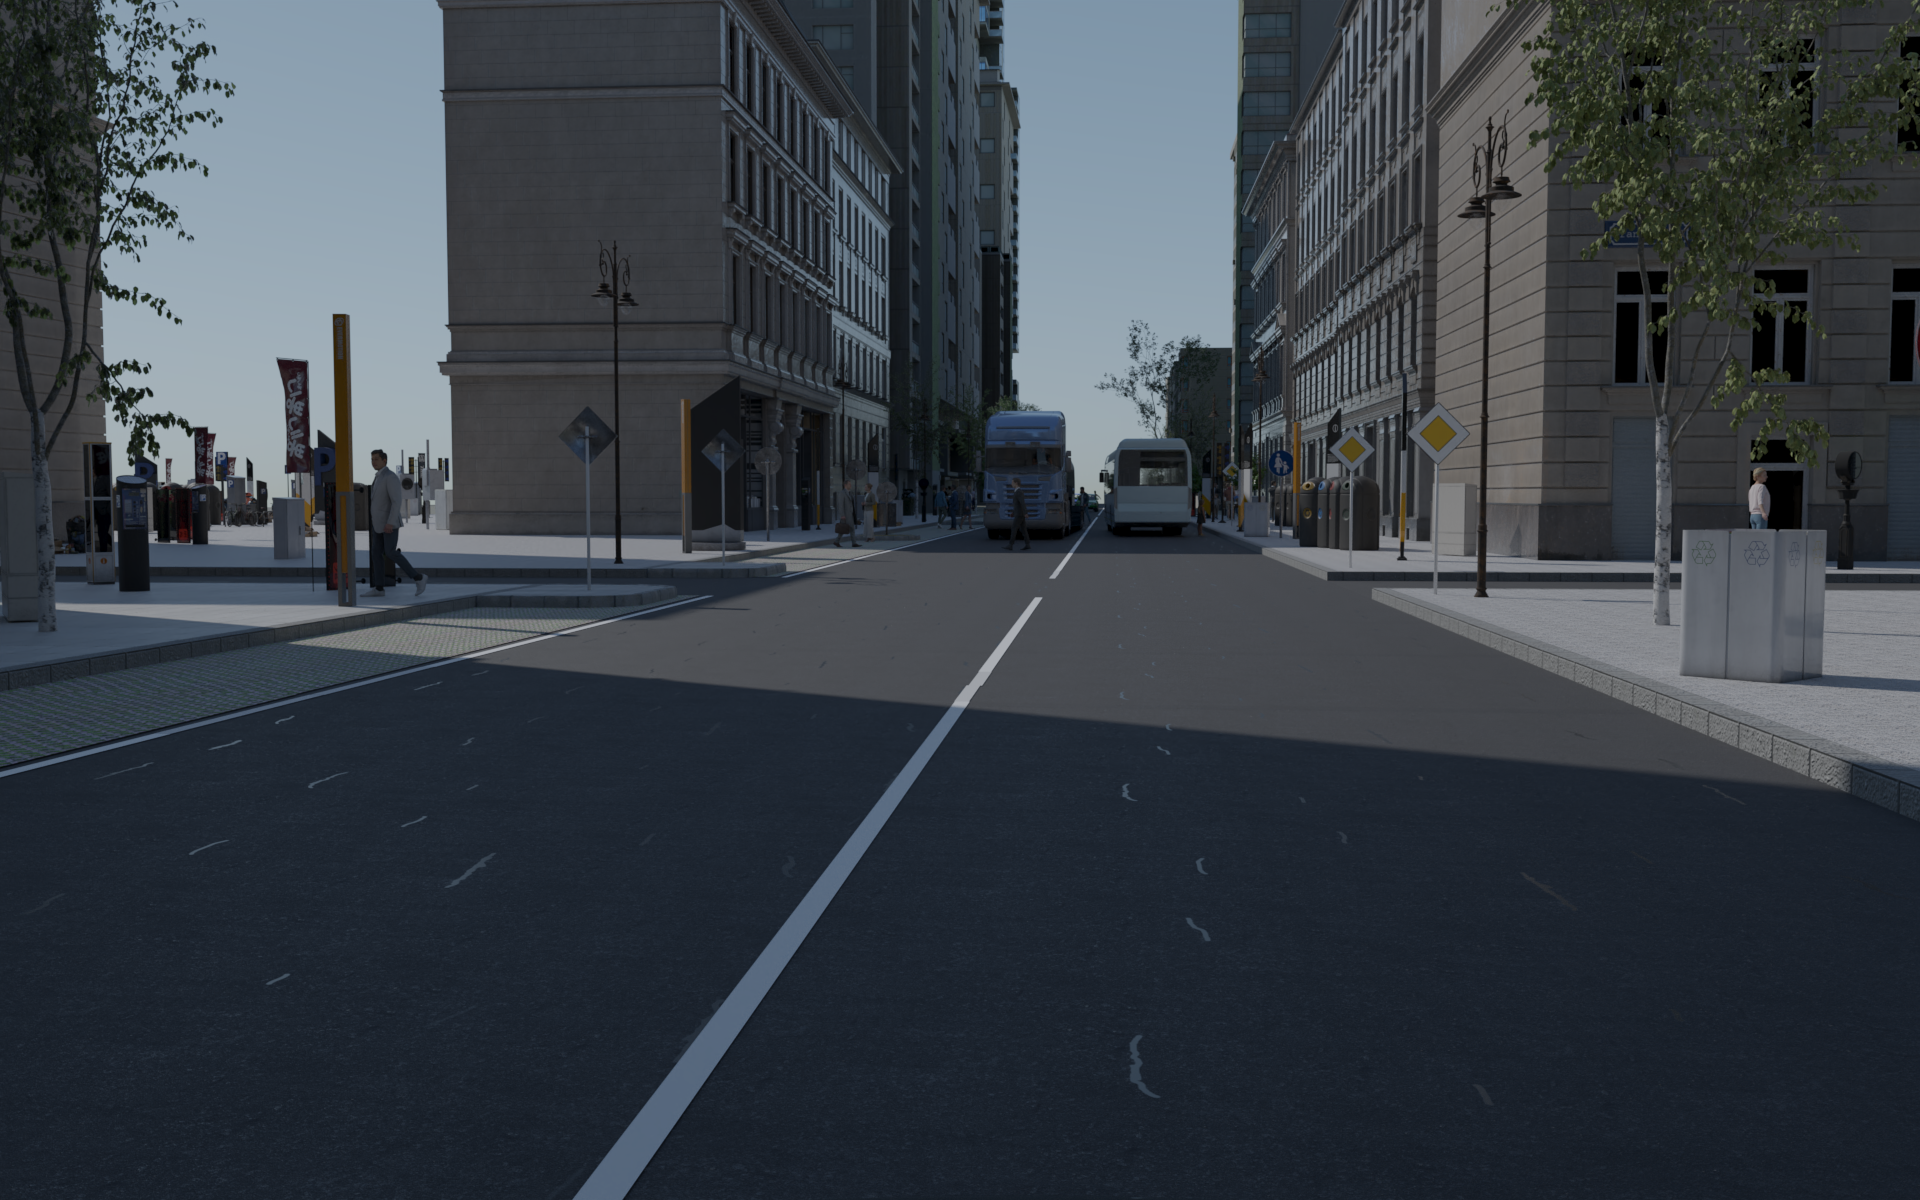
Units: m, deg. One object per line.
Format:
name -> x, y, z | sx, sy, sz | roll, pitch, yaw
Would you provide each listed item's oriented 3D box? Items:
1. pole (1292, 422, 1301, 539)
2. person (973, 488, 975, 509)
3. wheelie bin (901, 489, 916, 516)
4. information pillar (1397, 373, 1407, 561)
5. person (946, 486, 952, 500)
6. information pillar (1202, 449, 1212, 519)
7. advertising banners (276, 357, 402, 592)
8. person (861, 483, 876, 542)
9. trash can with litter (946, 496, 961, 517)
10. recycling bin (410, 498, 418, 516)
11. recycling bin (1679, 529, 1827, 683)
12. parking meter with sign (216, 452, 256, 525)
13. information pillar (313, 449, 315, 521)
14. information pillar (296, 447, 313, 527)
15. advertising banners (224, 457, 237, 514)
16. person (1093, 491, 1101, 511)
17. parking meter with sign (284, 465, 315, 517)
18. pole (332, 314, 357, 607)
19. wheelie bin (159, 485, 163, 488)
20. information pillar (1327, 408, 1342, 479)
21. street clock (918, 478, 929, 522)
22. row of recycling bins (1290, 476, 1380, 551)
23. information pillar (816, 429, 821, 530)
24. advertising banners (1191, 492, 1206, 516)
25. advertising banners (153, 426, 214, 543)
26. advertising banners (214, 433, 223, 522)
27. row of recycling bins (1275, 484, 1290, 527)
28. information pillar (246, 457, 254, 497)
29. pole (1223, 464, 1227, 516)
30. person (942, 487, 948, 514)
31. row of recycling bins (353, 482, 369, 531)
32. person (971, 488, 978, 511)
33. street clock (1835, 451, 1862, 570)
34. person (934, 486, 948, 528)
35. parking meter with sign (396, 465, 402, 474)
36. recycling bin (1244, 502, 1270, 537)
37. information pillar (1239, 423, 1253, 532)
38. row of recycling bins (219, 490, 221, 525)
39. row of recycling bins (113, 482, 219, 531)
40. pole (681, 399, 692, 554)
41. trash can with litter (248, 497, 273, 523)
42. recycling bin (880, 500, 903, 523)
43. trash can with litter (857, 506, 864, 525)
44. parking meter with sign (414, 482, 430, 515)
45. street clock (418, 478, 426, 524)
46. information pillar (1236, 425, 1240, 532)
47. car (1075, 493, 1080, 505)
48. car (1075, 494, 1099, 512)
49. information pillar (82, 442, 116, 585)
pole -> 9.597, -3.393, 49.326 | 0.158, 3.312, 0.155 | 0, 3, 0
person -> 1.184, -8.634, 147.232 | 0.705, 1.821, 1.348 | -1, 4, -10
wheelie bin -> -3.047, -5.758, 102.053 | 0.980, 1.594, 0.693 | 1, 4, 16
information pillar -> 8.534, -2.567, 33.324 | 0.183, 3.616, 0.504 | 1, 4, 13
person -> -0.725, -6.611, 114.147 | 0.705, 1.823, 1.348 | 2, 4, 35
information pillar -> 12.887, -6.059, 90.418 | 0.504, 3.616, 0.183 | 3, 5, 41
advertising banners -> -8.280, -1.649, 23.149 | 0.090, 3.025, 2.074 | 2, 4, 26
person -> -2.744, -2.592, 51.427 | 0.362, 1.759, 0.519 | -2, 4, -31
trash can with litter -> -0.286, -5.257, 97.337 | 1.055, 1.170, 0.624 | 3, 5, 39
recycling bin -> -32.589, -5.522, 102.835 | 0.722, 1.027, 0.722 | -2, 4, -24
recycling bin -> 5.572, 0.023, 12.176 | 0.722, 1.027, 0.722 | -3, 5, -41
parking meter with sign -> -29.995, -4.624, 71.858 | 0.543, 3.016, 1.738 | 1, 4, 18
information pillar -> -29.813, -5.402, 79.674 | 0.504, 3.616, 0.183 | -2, 4, -31
information pillar -> -28.130, -5.073, 74.301 | 0.183, 3.616, 0.504 | 1, 4, 14
advertising banners -> -34.475, -5.159, 80.544 | 0.090, 3.025, 2.074 | 2, 4, 28
person -> 11.651, -8.602, 149.854 | 1.217, 1.736, 0.721 | 2, 4, 27
parking meter with sign -> -39.251, -6.537, 103.138 | 1.738, 3.016, 0.543 | 1, 4, 11
pole -> -7.008, -1.582, 19.712 | 0.158, 3.312, 0.155 | 0, 3, 0
wheelie bin -> -28.792, -3.345, 62.601 | 0.693, 1.594, 0.980 | -3, 5, -40
information pillar -> 10.203, -3.418, 47.238 | 0.183, 3.616, 0.504 | -2, 4, -29
street clock -> -1.645, -4.530, 78.639 | 0.471, 2.002, 0.358 | 0, 4, -5
row of recycling bins -> 8.946, -2.060, 40.802 | 1.069, 1.692, 3.534 | -1, 4, -8
information pillar -> -5.106, -4.337, 62.272 | 0.183, 3.616, 0.504 | 0, 4, -7
advertising banners -> 13.530, -6.378, 100.465 | 0.090, 3.025, 2.074 | -3, 4, -36
advertising banners -> -20.306, -2.997, 45.183 | 2.074, 3.025, 0.090 | 2, 4, 26
advertising banners -> -21.685, -3.213, 48.727 | 0.090, 3.025, 2.074 | 1, 4, 22
row of recycling bins -> 13.264, -3.744, 68.329 | 1.069, 1.692, 3.534 | 0, 4, -8
information pillar -> -45.031, -7.247, 109.845 | 0.183, 3.616, 0.504 | 2, 4, 24
pole -> 15.622, -6.620, 102.084 | 0.158, 3.312, 0.155 | 0, 3, 0
person -> -1.064, -6.454, 112.394 | 0.721, 1.723, 1.217 | -2, 4, -24
row of recycling bins -> -21.573, -3.348, 61.844 | 1.069, 1.692, 3.534 | -1, 4, -17
person -> 1.087, -7.660, 132.227 | 0.436, 1.711, 0.756 | -2, 4, -29
street clock -> 15.057, -1.518, 29.395 | 0.471, 2.002, 0.358 | -2, 4, -35
person -> -0.790, -3.846, 71.731 | 0.444, 1.785, 0.601 | -2, 4, -34
parking meter with sign -> -34.558, -6.619, 104.482 | 0.543, 3.016, 1.738 | 3, 5, 42
recycling bin -> 8.934, -2.418, 52.082 | 0.722, 1.027, 0.722 | 1, 4, 14
information pillar -> 9.540, -4.035, 57.327 | 0.183, 3.616, 0.504 | -1, 4, -15
row of recycling bins -> -32.217, -4.022, 72.868 | 3.534, 1.692, 1.069 | 3, 5, 42
row of recycling bins -> -28.109, -3.281, 60.755 | 3.534, 1.692, 1.069 | 0, 4, -2
pole -> -5.899, -2.660, 37.342 | 0.158, 3.312, 0.155 | 0, 3, 0
trash can with litter -> -31.247, -4.039, 77.430 | 1.055, 1.170, 0.624 | -2, 4, -33
recycling bin -> -2.890, -3.700, 73.051 | 0.722, 1.027, 0.722 | 2, 4, 34
trash can with litter -> -3.990, -3.704, 71.941 | 1.055, 1.170, 0.624 | -1, 4, -21
parking meter with sign -> -34.118, -6.868, 108.546 | 1.738, 3.016, 0.543 | 0, 3, 0
street clock -> -23.169, -4.301, 74.886 | 0.471, 2.002, 0.358 | 0, 4, -1
information pillar -> 9.601, -4.137, 58.991 | 0.183, 3.616, 0.504 | 2, 4, 28
car -> 11.399, -9.952, 172.311 | 1.945, 1.707, 3.694 | 0, 4, 5
car -> 10.294, -8.039, 140.238 | 1.959, 1.807, 4.718 | 0, 4, 6
information pillar -> -12.210, -1.228, 24.564 | 0.304, 2.012, 0.304 | -3, 5, -43
